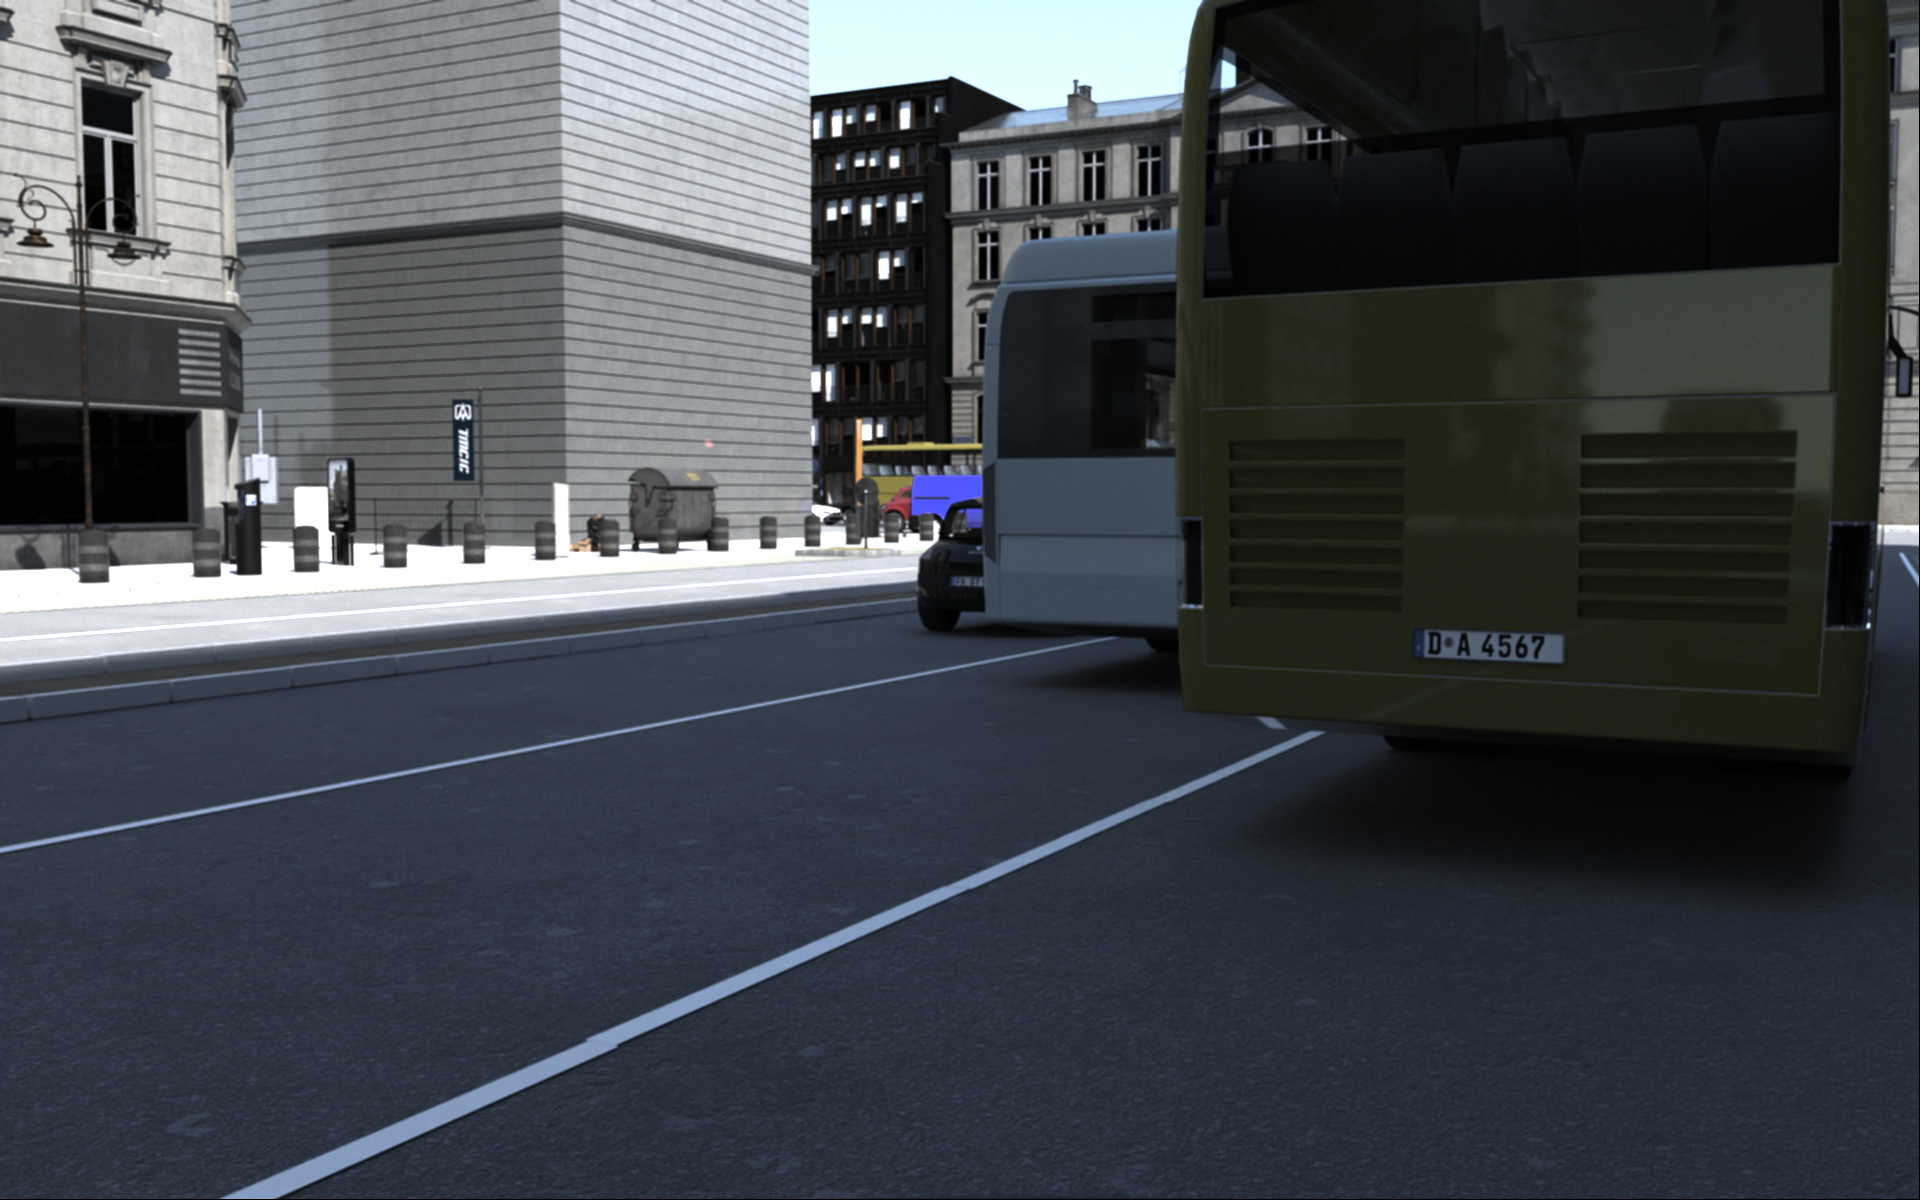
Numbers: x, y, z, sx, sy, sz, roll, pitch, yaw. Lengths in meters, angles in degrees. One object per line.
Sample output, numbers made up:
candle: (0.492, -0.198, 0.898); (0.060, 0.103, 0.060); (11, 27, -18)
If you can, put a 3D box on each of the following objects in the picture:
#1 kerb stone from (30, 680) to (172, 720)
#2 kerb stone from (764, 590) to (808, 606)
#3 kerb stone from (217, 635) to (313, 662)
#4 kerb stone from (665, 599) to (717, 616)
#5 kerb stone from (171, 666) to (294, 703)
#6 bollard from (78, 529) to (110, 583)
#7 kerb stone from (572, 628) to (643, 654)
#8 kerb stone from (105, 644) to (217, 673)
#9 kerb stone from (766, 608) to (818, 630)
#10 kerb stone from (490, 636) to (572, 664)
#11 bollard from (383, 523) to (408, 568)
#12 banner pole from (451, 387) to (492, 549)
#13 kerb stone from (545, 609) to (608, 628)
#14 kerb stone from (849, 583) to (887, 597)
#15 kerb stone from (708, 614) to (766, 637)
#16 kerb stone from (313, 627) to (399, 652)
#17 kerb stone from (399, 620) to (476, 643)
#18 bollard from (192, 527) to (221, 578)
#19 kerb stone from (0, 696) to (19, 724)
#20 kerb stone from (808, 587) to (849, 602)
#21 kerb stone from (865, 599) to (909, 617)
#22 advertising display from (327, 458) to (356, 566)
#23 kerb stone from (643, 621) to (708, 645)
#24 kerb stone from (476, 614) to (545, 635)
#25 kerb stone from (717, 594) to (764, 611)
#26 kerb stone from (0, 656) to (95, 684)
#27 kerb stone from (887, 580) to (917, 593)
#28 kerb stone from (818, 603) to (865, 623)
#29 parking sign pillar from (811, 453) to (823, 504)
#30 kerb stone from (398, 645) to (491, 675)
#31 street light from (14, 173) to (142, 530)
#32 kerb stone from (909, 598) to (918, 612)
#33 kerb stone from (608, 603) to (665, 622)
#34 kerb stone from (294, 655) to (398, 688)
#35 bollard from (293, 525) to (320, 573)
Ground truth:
kerb stone: (-5.692, 0.659, 11.435); (0.120, 0.150, 1.000); (2, 4, 27)
kerb stone: (-2.318, -0.015, 22.438); (0.120, 0.150, 1.000); (2, 4, 27)
kerb stone: (-6.122, 0.431, 15.151); (0.120, 0.150, 1.000); (2, 4, 27)
kerb stone: (-3.270, 0.097, 20.610); (0.120, 0.150, 1.000); (2, 4, 27)
kerb stone: (-5.213, 0.604, 12.346); (0.120, 0.150, 1.000); (2, 4, 27)
bollard: (-12.519, -0.631, 25.028); (0.404, 0.777, 0.398); (0, 3, 0)
kerb stone: (-3.311, 0.381, 15.996); (0.120, 0.150, 1.000); (2, 4, 27)
kerb stone: (-6.595, 0.487, 14.238); (0.120, 0.150, 1.000); (2, 4, 27)
kerb stone: (-1.882, 0.212, 18.729); (0.120, 0.150, 1.000); (2, 4, 27)
kerb stone: (-3.783, 0.436, 15.085); (0.120, 0.150, 1.000); (2, 4, 27)
bollard: (-9.838, -0.945, 30.165); (0.404, 0.777, 0.398); (0, 3, 0)
banner pole: (-11.391, -3.079, 40.353); (0.863, 3.779, 0.401); (-1, 4, -10)
kerb stone: (-4.214, 0.208, 18.788); (0.120, 0.150, 1.000); (2, 4, 27)
kerb stone: (-1.361, -0.126, 24.258); (0.120, 0.150, 1.000); (2, 4, 27)
kerb stone: (-2.354, 0.271, 17.817); (0.120, 0.150, 1.000); (2, 4, 27)
kerb stone: (-5.649, 0.375, 16.064); (0.120, 0.150, 1.000); (2, 4, 27)
kerb stone: (-5.173, 0.319, 16.973); (0.120, 0.150, 1.000); (2, 4, 27)
bollard: (-11.628, -0.735, 26.733); (0.404, 0.777, 0.398); (0, 3, 0)
kerb stone: (-6.174, 0.714, 10.520); (0.120, 0.150, 1.000); (2, 4, 27)
kerb stone: (-1.842, -0.070, 23.347); (0.120, 0.150, 1.000); (2, 4, 27)
kerb stone: (-0.931, 0.100, 20.565); (0.120, 0.150, 1.000); (2, 4, 27)
advertising display: (-11.109, -1.584, 31.117); (0.123, 1.923, 0.974); (-3, 5, -41)
kerb stone: (-2.834, 0.324, 16.904); (0.120, 0.150, 1.000); (2, 4, 27)
kerb stone: (-4.696, 0.264, 17.882); (0.120, 0.150, 1.000); (2, 4, 27)
kerb stone: (-2.797, 0.046, 21.529); (0.120, 0.150, 1.000); (2, 4, 27)
kerb stone: (-7.079, 0.551, 13.334); (0.120, 0.150, 1.000); (2, 4, 27)
kerb stone: (-0.898, -0.177, 25.177); (0.120, 0.150, 1.000); (2, 4, 27)
kerb stone: (-1.410, 0.156, 19.652); (0.120, 0.150, 1.000); (2, 4, 27)
parking sign pillar: (-7.994, -6.360, 92.451); (1.447, 3.967, 1.447); (1, 4, 14)
kerb stone: (-4.259, 0.493, 14.176); (0.120, 0.150, 1.000); (2, 4, 27)
street light: (-12.777, -3.211, 25.287); (0.468, 5.910, 1.993); (2, 4, 27)
kerb stone: (-0.456, 0.044, 21.474); (0.120, 0.150, 1.000); (2, 4, 27)
kerb stone: (-3.741, 0.153, 19.699); (0.120, 0.150, 1.000); (2, 4, 27)
kerb stone: (-4.747, 0.546, 13.263); (0.120, 0.150, 1.000); (2, 4, 27)
bollard: (-10.737, -0.840, 28.449); (0.404, 0.777, 0.398); (0, 3, 0)
